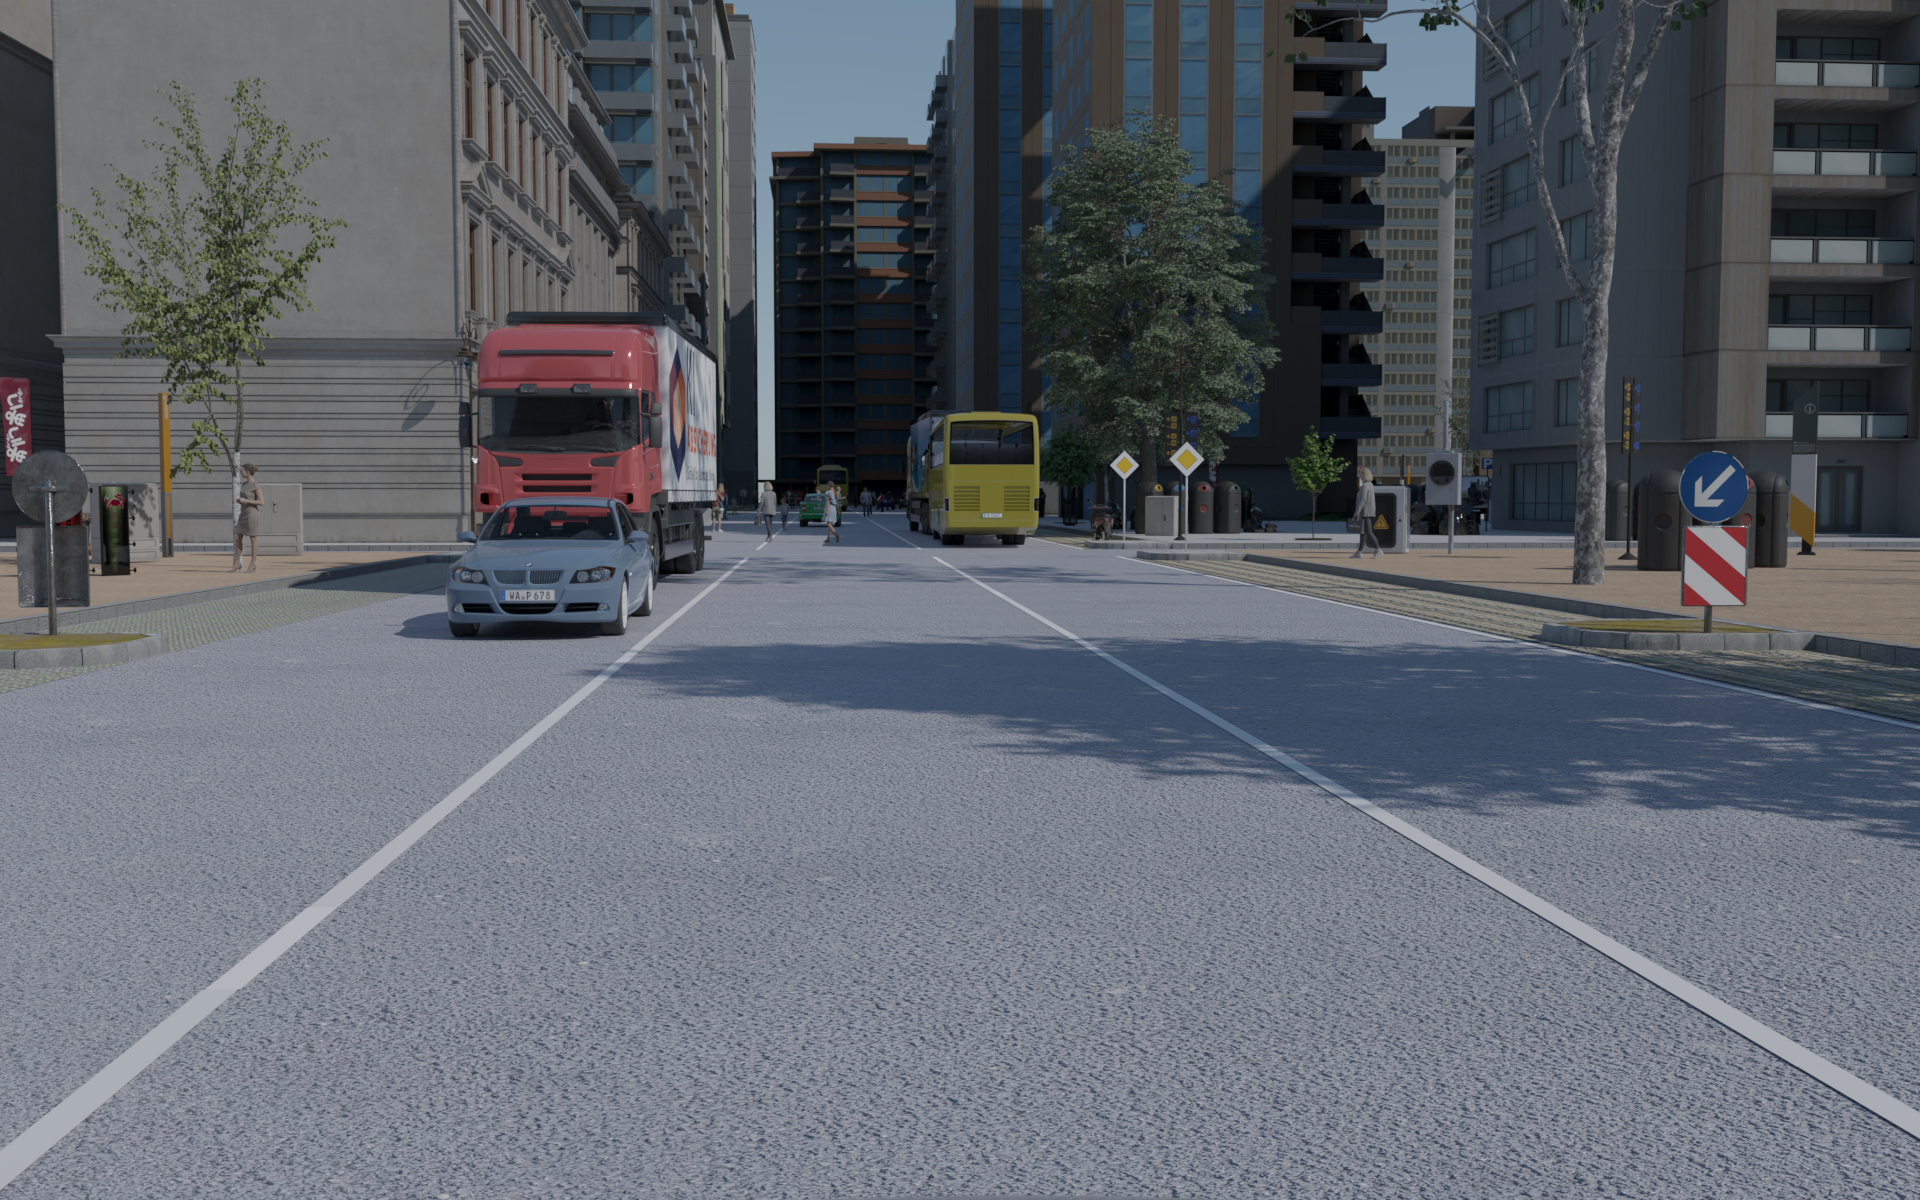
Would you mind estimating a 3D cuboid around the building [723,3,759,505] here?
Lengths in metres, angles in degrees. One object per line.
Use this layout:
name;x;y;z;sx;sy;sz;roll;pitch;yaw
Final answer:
building;-38.998;-40.941;211.376;28.212;58.520;21.231;0;4;-4

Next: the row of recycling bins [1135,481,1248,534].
row of recycling bins;7.307;-2.968;55.642;3.534;1.692;1.069;-1;4;-16

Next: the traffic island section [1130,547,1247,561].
traffic island section;5.061;-0.988;38.442;2.009;0.180;2.903;0;4;-4

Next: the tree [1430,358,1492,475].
tree;27.796;-8.796;94.178;4.360;8.622;3.978;0;3;0

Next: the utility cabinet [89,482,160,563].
utility cabinet;-15.506;-1.438;32.187;0.318;1.500;1.173;2;4;32

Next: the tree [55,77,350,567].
tree;-12.855;-4.869;29.972;4.737;8.622;4.395;0;3;0

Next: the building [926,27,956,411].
building;8.018;-34.422;182.414;23.786;49.044;30.456;0;4;-4

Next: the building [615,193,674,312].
building;-22.339;-14.295;98.348;10.561;19.102;19.286;0;4;-4

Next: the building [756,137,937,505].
building;-10.522;-34.290;215.268;28.867;44.769;22.147;0;4;-4

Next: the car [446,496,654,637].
car;-4.383;-0.428;19.002;2.014;1.417;4.499;0;4;-5

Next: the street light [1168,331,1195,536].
street light;6.274;-4.677;49.254;0.468;5.910;1.993;0;4;-4

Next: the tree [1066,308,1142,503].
tree;5.872;-7.132;66.971;4.360;8.622;3.978;0;3;0

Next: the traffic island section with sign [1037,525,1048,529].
traffic island section with sign;2.512;-3.810;70.926;1.989;1.847;2.006;0;4;-4

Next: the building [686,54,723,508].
building;-29.021;-28.904;156.170;14.154;41.232;14.086;0;4;-4

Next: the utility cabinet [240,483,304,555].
utility cabinet;-14.309;-1.672;36.009;1.173;1.500;0.318;-1;4;-11

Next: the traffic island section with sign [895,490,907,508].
traffic island section with sign;-5.575;-10.159;174.724;1.989;1.847;2.006;0;4;-4

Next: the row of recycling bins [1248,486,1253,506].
row of recycling bins;10.977;-4.152;74.993;3.534;1.692;1.069;-1;4;-17

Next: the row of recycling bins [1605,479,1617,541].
row of recycling bins;19.331;-2.471;47.513;3.534;1.692;1.069;0;4;-2

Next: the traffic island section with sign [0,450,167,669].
traffic island section with sign;-8.075;-0.388;14.976;1.989;1.847;2.006;0;4;-4

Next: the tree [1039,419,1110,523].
tree;4.887;-5.640;75.926;4.285;4.588;4.351;0;3;0

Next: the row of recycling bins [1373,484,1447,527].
row of recycling bins;17.594;-3.769;68.741;1.069;1.692;3.534;-2;4;-30

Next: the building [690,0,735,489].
building;-37.670;-36.097;179.423;27.495;52.752;28.713;0;4;-4

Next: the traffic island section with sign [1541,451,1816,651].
traffic island section with sign;6.756;-0.492;16.673;1.989;1.847;2.006;0;4;-4

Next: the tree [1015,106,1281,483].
tree;6.408;-9.227;57.509;9.857;13.997;8.962;0;3;0

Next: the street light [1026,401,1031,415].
street light;3.360;-6.841;84.640;0.468;5.910;1.993;0;4;-4

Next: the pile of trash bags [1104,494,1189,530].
pile of trash bags;6.665;-3.227;62.510;3.447;1.369;1.912;2;4;30

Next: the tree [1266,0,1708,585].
tree;9.748;-10.358;25.250;12.611;20.169;13.585;0;3;0

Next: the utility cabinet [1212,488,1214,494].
utility cabinet;10.108;-3.640;68.191;0.318;1.500;1.173;3;5;40

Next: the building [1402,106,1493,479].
building;58.309;-33.245;193.665;14.200;45.320;14.600;0;4;-4

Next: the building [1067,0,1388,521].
building;12.466;-26.775;87.874;14.600;45.320;14.200;0;4;-4

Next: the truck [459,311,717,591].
truck;-5.822;-2.448;28.932;2.839;4.237;11.283;0;4;-3

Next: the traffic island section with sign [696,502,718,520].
traffic island section with sign;-14.524;-5.442;97.601;1.989;1.847;2.006;0;4;-4

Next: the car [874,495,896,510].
car;-6.814;-8.900;158.088;1.945;1.354;3.894;0;4;-5

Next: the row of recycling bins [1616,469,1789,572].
row of recycling bins;12.900;-1.383;29.721;3.534;1.692;1.069;-2;4;-32

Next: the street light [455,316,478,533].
street light;-12.744;-4.428;45.181;0.468;5.910;1.993;0;4;-4

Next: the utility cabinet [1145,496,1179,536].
utility cabinet;6.176;-2.564;53.084;1.020;1.237;0.306;3;4;37

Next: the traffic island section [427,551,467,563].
traffic island section;-10.135;-0.916;37.265;2.009;0.180;2.903;0;4;-4

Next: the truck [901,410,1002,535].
truck;-0.422;-4.575;63.714;2.839;4.237;11.283;0;4;-6

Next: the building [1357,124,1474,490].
building;39.870;-30.120;184.335;23.993;40.220;32.217;0;4;-4

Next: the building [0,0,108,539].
building;-37.420;-12.966;48.145;21.152;22.565;11.583;0;4;-4

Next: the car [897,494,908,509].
car;-4.959;-9.440;164.133;2.009;1.686;4.222;0;4;-3

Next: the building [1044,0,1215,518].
building;7.141;-28.109;109.686;14.600;45.320;14.200;0;4;-4

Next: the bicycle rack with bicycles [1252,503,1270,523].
bicycle rack with bicycles;11.253;-3.535;71.174;2.925;0.926;2.852;-2;4;-24

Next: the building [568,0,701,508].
building;-31.822;-31.426;133.417;23.786;49.044;30.456;0;4;-4

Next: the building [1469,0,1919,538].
building;25.874;-22.755;55.640;14.086;41.232;14.154;0;4;-4

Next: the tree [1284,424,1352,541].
tree;9.772;-3.285;48.311;1.663;3.219;1.824;0;3;0

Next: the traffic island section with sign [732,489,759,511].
traffic island section with sign;-18.424;-8.503;147.645;1.989;1.847;2.006;0;4;-4

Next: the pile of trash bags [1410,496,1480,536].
pile of trash bags;14.825;-2.767;54.993;1.912;1.369;3.447;-3;4;-39

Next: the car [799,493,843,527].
car;-6.164;-4.157;76.763;1.959;1.807;4.718;0;4;-3

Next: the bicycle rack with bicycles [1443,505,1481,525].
bicycle rack with bicycles;20.749;-3.622;72.596;2.852;0.926;2.925;1;4;17

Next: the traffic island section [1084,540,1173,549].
traffic island section;4.439;-1.475;46.403;2.009;0.180;2.903;0;4;-4

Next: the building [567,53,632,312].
building;-22.497;-14.358;76.555;13.314;21.916;24.055;0;4;-4

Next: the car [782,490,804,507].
car;-17.455;-10.541;181.011;2.281;1.827;5.304;0;4;-5

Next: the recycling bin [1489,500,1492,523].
recycling bin;23.824;-3.903;76.365;0.722;1.027;0.722;-2;4;-35
